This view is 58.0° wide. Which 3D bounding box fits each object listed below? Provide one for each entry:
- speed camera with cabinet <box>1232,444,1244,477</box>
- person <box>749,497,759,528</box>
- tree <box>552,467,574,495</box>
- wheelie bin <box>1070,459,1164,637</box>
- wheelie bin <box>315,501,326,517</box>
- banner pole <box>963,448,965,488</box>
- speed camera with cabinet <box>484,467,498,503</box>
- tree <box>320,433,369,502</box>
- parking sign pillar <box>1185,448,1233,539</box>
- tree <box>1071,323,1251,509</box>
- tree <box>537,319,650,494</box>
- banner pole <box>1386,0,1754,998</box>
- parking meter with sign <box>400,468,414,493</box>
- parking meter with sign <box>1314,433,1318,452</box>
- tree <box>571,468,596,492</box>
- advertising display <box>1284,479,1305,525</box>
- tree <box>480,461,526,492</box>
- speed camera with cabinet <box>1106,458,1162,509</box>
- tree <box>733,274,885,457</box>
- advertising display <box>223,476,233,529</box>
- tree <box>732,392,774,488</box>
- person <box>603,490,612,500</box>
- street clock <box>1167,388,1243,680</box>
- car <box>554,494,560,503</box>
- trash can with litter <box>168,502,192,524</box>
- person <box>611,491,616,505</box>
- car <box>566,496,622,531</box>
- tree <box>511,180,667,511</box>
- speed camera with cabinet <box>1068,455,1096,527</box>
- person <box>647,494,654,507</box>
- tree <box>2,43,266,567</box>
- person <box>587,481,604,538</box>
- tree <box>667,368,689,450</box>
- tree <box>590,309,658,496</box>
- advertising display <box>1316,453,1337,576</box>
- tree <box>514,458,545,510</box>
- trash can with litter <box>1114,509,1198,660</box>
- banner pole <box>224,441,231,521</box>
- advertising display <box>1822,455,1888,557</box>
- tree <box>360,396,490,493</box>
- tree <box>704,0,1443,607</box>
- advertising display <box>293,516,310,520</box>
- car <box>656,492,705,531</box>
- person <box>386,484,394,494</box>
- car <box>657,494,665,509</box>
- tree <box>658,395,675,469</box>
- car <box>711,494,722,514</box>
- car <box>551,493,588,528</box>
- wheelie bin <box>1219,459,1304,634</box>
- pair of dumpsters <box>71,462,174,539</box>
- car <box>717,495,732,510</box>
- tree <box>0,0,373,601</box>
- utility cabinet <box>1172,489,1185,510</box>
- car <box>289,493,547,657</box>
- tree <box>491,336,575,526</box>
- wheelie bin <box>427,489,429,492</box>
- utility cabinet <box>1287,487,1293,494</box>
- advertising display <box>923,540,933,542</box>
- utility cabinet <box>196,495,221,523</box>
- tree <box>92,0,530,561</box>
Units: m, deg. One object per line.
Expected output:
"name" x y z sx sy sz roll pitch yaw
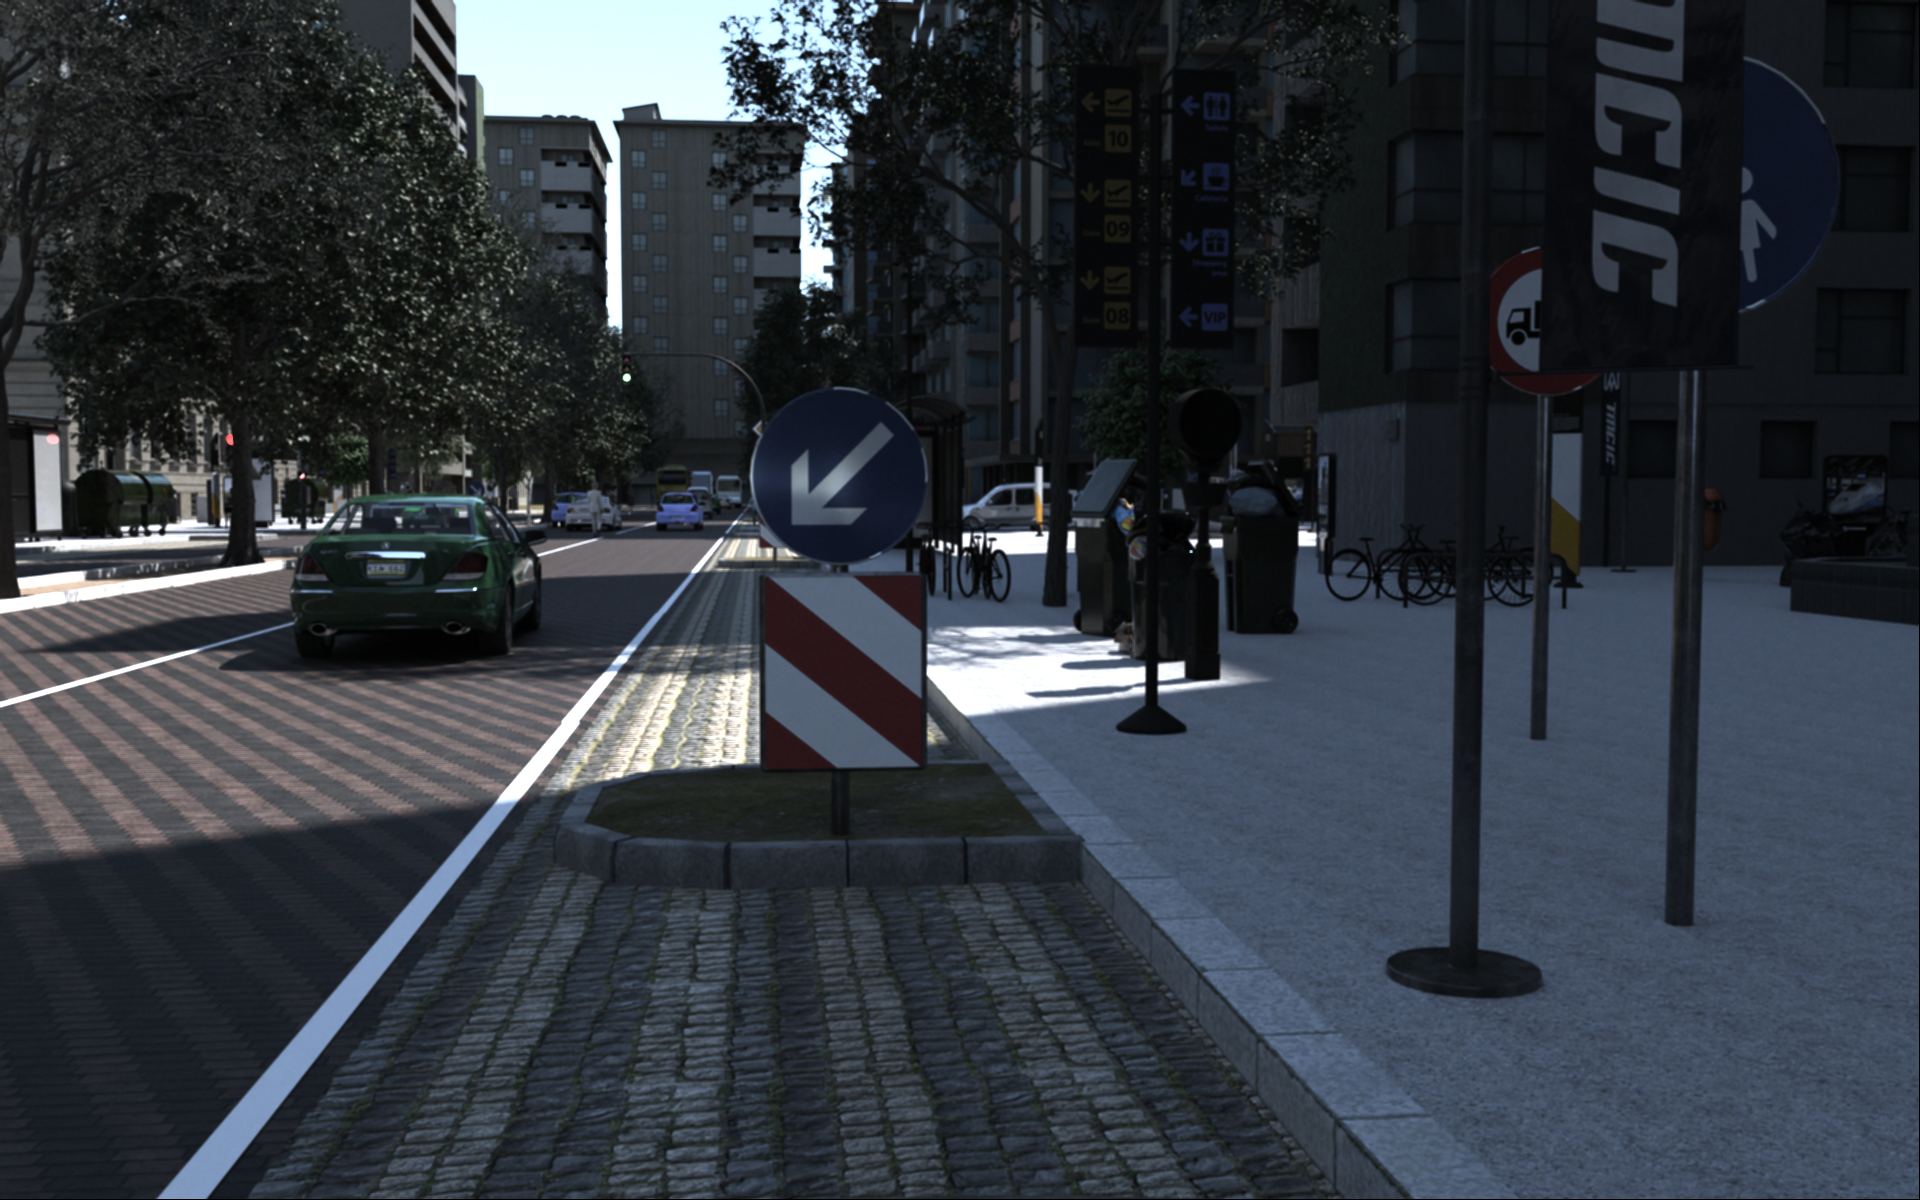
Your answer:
"speed camera with cabinet" 11.131 -4.378 65.919 2.038 3.252 0.660 0 4 -1
"person" -8.371 -3.711 70.993 0.589 1.601 0.330 0 4 8
"tree" -36.758 -12.671 157.537 4.737 8.622 4.395 0 3 0
"wheelie bin" 1.435 -0.483 15.812 0.693 1.594 0.980 -2 4 -26
"wheelie bin" -35.832 -5.438 96.827 0.980 1.594 0.693 -3 5 -42
"banner pole" -0.048 -5.649 82.372 0.401 3.779 0.863 3 5 40
"speed camera with cabinet" -34.465 -8.007 125.250 2.038 3.252 0.660 1 4 12
"tree" -28.811 -5.963 81.209 4.285 4.588 4.351 0 3 0
"parking sign pillar" 7.199 -3.767 50.070 1.447 3.967 1.447 1 4 21
"tree" 3.853 -3.032 33.294 4.285 4.588 4.351 0 3 0
"tree" -21.997 -10.595 101.447 9.928 11.665 9.643 0 3 0
"banner pole" 1.546 -0.879 4.389 0.863 3.779 0.401 2 4 25
"parking meter with sign" -34.850 -6.887 108.868 0.543 3.016 1.738 1 4 22
"parking meter with sign" 10.834 -3.223 48.965 0.543 3.016 1.738 -2 4 -34
"tree" -39.675 -12.153 182.411 4.285 4.588 4.351 0 3 0
"advertising display" 14.014 -4.125 72.650 0.974 1.923 0.123 3 5 45
"tree" -33.944 -8.849 128.397 4.285 4.588 4.351 0 3 0
"speed camera with cabinet" 4.153 -2.884 41.482 0.660 3.252 2.038 2 4 32
"tree" -8.298 -11.834 100.133 9.857 13.997 8.962 0 3 0
"advertising display" -26.548 -3.572 63.620 0.974 1.923 0.123 0 4 -1
"tree" -20.906 -17.620 205.099 9.611 12.733 9.660 0 3 0
"person" -30.191 -8.513 147.817 0.705 1.807 1.348 3 5 40
"street clock" 1.683 -0.453 11.971 0.471 2.002 0.358 -1 4 -16
"car" -28.094 -6.990 123.089 1.959 1.807 4.718 0 4 -5
"trash can with litter" -34.295 -3.863 74.219 2.233 1.210 1.678 0 4 -2
"person" -33.613 -9.674 167.207 0.750 1.759 0.617 -2 4 -31
"car" -14.413 -3.417 68.229 2.083 1.381 4.827 0 4 -6
"tree" -17.897 -9.461 67.511 12.009 13.543 11.850 0 3 0
"speed camera with cabinet" 4.633 -4.507 68.030 2.038 3.252 0.660 0 4 -2
"person" -31.427 -10.082 176.558 0.991 1.433 0.599 -2 4 -28
"tree" -14.158 -7.001 33.936 9.611 12.733 9.660 0 3 0
"person" -11.795 -2.915 56.045 0.514 1.842 0.818 -1 4 -10
"tree" -24.351 -12.855 123.013 12.009 13.543 11.850 0 3 0
"tree" -19.975 -10.055 83.857 9.611 12.733 9.660 0 3 0
"advertising display" 5.845 -1.373 27.659 0.123 1.923 0.974 0 4 1
"tree" -34.734 -13.373 136.775 7.486 12.596 7.792 0 3 0
"trash can with litter" 1.465 -0.138 13.648 0.624 1.170 1.055 -1 4 -14
"banner pole" -34.773 -5.656 82.489 0.401 3.779 0.863 0 4 7
"advertising display" 14.759 -1.430 28.598 0.974 1.923 0.123 0 4 8
"tree" -31.393 -11.108 99.749 7.486 12.596 7.792 0 3 0
"tree" 1.013 -5.185 19.188 8.767 10.594 7.601 1 4 8
"advertising display" -32.551 -4.915 85.577 0.974 1.923 0.123 1 4 14
"car" -11.122 -3.624 68.842 1.945 1.707 3.694 0 4 -6
"person" -21.856 -3.536 66.502 0.419 1.800 0.721 0 4 1
"car" -21.423 -7.135 128.447 2.131 1.459 4.920 0 4 -5
"tree" -23.280 -11.726 111.183 9.611 12.733 9.660 0 3 0
"car" -18.023 -7.035 123.819 1.959 1.807 4.718 0 4 -6
"car" -16.754 -4.033 75.532 1.945 1.707 3.694 0 4 -5
"wheelie bin" 2.777 -0.499 16.068 0.693 1.594 0.980 0 4 -5
"pair of dumpsters" -24.839 -2.993 51.431 1.574 2.255 4.437 0 4 -7
"car" -22.347 -9.138 161.776 2.083 1.381 4.827 0 4 -6
"tree" -12.974 -6.744 23.086 12.009 13.543 11.850 0 3 0
"utility cabinet" 9.336 -3.821 71.159 1.173 1.500 0.318 2 4 27
"car" -5.138 -0.304 16.766 2.131 1.459 4.920 -1 4 -8
"tree" -19.167 -7.583 76.808 4.360 8.622 3.978 0 3 0
"wheelie bin" -34.838 -6.515 114.424 0.980 1.594 0.693 -1 4 -8
"utility cabinet" 10.145 -2.878 55.739 1.173 1.500 0.318 -2 4 -28
"advertising display" -0.866 -2.493 45.979 0.123 1.923 0.974 -2 4 -33
"utility cabinet" -33.570 -4.049 77.369 1.020 1.237 0.306 1 4 11
"tree" -14.906 -7.617 43.998 9.611 12.733 9.660 0 3 0
